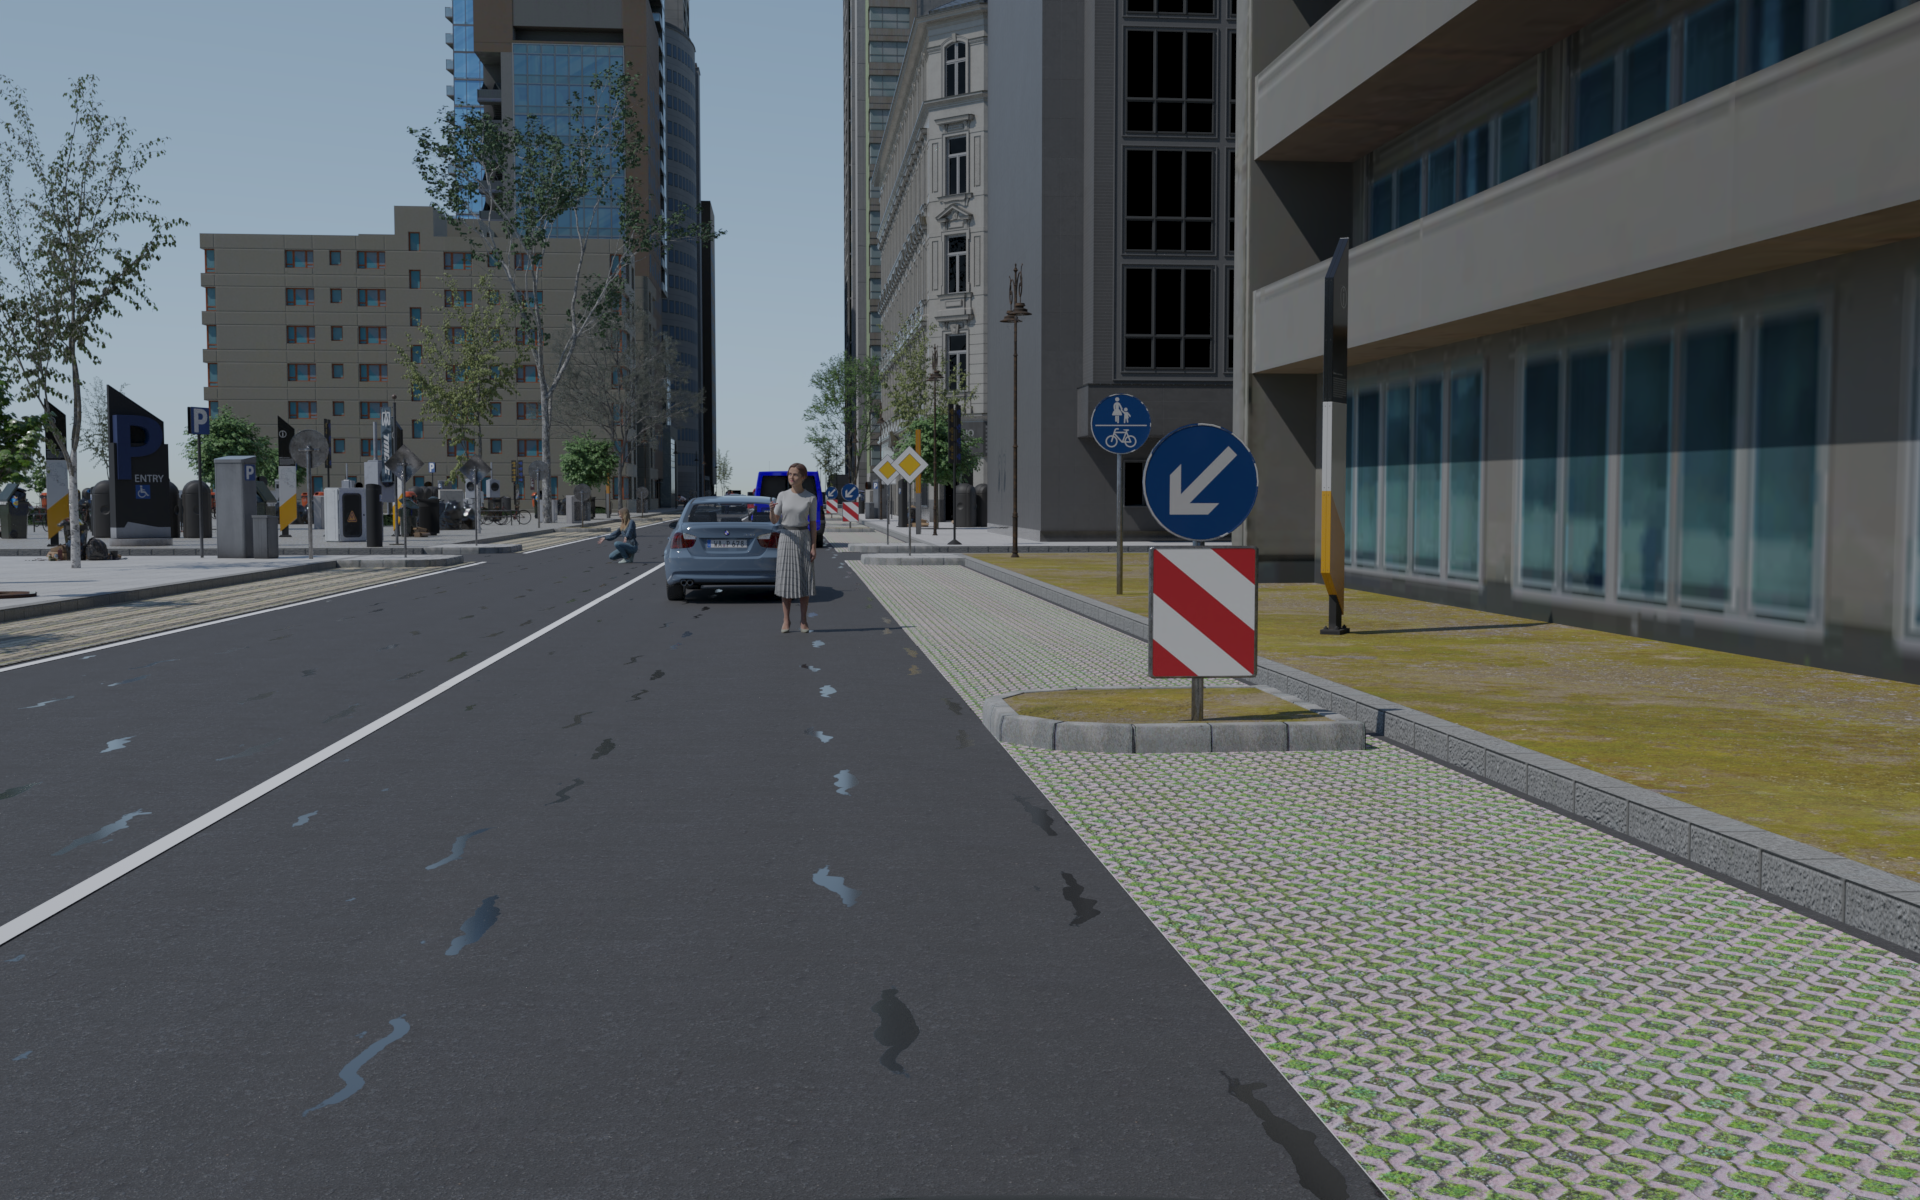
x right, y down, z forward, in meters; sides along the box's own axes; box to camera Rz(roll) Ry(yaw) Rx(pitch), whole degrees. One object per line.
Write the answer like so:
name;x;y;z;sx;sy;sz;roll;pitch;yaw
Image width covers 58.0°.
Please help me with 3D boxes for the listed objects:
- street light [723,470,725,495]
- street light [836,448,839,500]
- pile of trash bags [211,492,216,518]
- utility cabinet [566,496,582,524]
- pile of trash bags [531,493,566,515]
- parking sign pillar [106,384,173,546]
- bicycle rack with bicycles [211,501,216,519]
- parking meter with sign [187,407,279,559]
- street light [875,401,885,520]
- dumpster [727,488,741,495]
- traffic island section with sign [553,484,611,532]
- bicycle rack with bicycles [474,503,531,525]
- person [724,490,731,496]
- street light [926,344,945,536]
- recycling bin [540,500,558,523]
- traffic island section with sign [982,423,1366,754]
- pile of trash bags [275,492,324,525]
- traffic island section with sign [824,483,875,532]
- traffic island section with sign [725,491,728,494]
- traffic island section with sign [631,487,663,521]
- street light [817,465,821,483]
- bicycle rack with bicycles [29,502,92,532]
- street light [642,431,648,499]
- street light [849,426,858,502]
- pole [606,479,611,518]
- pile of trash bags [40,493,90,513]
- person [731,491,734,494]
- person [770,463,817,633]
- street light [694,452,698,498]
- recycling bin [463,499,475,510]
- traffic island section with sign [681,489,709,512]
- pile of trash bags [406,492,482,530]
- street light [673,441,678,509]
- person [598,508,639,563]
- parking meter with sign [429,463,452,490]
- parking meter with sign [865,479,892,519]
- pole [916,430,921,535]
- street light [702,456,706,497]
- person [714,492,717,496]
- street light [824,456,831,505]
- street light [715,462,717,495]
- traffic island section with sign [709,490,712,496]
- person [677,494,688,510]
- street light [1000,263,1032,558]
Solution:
street light;-36.414;-18.021;267.436;0.468;5.910;1.993;0;4;-6
street light;-11.506;-11.561;161.812;0.468;5.910;1.993;0;4;-6
pile of trash bags;-39.310;-5.188;94.576;3.447;1.369;1.912;-3;4;-36
utility cabinet;-16.879;-3.950;75.743;0.306;1.237;1.020;1;4;11
pile of trash bags;-24.075;-5.769;104.079;3.447;1.369;1.912;-2;4;-33
parking sign pillar;-20.370;-3.333;42.974;1.447;3.967;1.447;-3;5;-44
bicycle rack with bicycles;-38.614;-4.612;88.783;2.852;0.926;2.925;2;4;32
parking meter with sign;-14.454;-2.342;34.549;1.738;3.016;0.543;1;4;15
street light;-3.926;-6.926;86.024;0.468;5.910;1.993;0;4;-6
dumpster;-31.596;-14.525;242.439;1.985;2.255;1.502;0;4;-7
traffic island section with sign;-14.248;-3.475;65.450;1.989;1.847;2.006;0;4;-6
bicycle rack with bicycles;-19.445;-3.569;71.739;2.925;0.926;2.852;0;4;-3
person;-16.586;-7.008;124.015;0.756;1.711;0.436;-2;4;-32
street light;-0.772;-4.932;53.424;0.468;5.910;1.993;0;4;-6
recycling bin;-18.324;-3.943;77.024;0.722;1.027;0.722;0;4;-3
traffic island section with sign;1.172;-0.112;10.462;1.989;1.847;2.006;0;4;-6
pile of trash bags;-27.805;-3.893;73.398;3.447;1.369;1.912;3;5;41
traffic island section with sign;-4.267;-3.467;65.319;1.989;1.847;2.006;0;4;-6
traffic island section with sign;-32.687;-14.852;251.459;1.989;1.847;2.006;0;4;-6
traffic island section with sign;-16.932;-5.132;92.533;1.989;1.847;2.006;0;4;-6
street light;-19.687;-16.623;244.574;0.468;5.910;1.993;0;4;-6
bicycle rack with bicycles;-30.472;-2.830;59.647;2.852;0.926;2.925;-1;4;-11
street light;-21.624;-8.943;119.007;0.468;5.910;1.993;0;4;-6
street light;-7.148;-8.908;118.437;0.468;5.910;1.993;0;4;-6
pole;-18.741;-6.020;92.278;0.158;3.312;0.155;0;3;0
pile of trash bags;-51.586;-5.491;99.536;3.447;1.369;1.912;2;4;24
person;-26.675;-11.890;202.843;1.348;1.831;0.705;1;4;21
person;-1.717;-0.536;17.839;0.480;1.755;0.524;0;4;-2
street light;-28.082;-12.956;184.612;0.468;5.910;1.993;0;4;-6
recycling bin;-26.256;-4.895;92.580;0.722;1.027;0.722;0;4;3
traffic island section with sign;-21.849;-8.165;142.120;1.989;1.847;2.006;0;4;-6
pile of trash bags;-18.681;-3.171;61.601;1.912;1.369;3.447;1;4;19
street light;-24.848;-10.926;151.420;0.468;5.910;1.993;0;4;-6
person;-7.000;-1.340;35.910;0.738;1.151;1.012;-2;4;-30
parking meter with sign;-28.649;-6.127;96.442;0.543;3.016;1.738;3;4;38
parking meter with sign;-4.118;-5.676;89.057;0.543;3.016;1.738;3;5;45
pole;-1.316;-3.735;54.907;0.158;3.312;0.155;0;3;0
street light;-29.860;-14.035;202.267;0.468;5.910;1.993;0;4;-6
person;-26.098;-10.735;184.931;0.530;1.710;0.541;1;4;18
street light;-14.701;-13.544;194.228;0.468;5.910;1.993;0;4;-6
street light;-33.021;-16.018;234.686;0.468;5.910;1.993;0;4;-6
traffic island section with sign;-24.496;-9.805;168.945;1.989;1.847;2.006;0;4;-6
person;-19.500;-6.727;121.675;0.628;1.438;0.799;2;4;23
street light;1.115;-3.797;34.869;0.468;5.910;1.993;0;4;-6
